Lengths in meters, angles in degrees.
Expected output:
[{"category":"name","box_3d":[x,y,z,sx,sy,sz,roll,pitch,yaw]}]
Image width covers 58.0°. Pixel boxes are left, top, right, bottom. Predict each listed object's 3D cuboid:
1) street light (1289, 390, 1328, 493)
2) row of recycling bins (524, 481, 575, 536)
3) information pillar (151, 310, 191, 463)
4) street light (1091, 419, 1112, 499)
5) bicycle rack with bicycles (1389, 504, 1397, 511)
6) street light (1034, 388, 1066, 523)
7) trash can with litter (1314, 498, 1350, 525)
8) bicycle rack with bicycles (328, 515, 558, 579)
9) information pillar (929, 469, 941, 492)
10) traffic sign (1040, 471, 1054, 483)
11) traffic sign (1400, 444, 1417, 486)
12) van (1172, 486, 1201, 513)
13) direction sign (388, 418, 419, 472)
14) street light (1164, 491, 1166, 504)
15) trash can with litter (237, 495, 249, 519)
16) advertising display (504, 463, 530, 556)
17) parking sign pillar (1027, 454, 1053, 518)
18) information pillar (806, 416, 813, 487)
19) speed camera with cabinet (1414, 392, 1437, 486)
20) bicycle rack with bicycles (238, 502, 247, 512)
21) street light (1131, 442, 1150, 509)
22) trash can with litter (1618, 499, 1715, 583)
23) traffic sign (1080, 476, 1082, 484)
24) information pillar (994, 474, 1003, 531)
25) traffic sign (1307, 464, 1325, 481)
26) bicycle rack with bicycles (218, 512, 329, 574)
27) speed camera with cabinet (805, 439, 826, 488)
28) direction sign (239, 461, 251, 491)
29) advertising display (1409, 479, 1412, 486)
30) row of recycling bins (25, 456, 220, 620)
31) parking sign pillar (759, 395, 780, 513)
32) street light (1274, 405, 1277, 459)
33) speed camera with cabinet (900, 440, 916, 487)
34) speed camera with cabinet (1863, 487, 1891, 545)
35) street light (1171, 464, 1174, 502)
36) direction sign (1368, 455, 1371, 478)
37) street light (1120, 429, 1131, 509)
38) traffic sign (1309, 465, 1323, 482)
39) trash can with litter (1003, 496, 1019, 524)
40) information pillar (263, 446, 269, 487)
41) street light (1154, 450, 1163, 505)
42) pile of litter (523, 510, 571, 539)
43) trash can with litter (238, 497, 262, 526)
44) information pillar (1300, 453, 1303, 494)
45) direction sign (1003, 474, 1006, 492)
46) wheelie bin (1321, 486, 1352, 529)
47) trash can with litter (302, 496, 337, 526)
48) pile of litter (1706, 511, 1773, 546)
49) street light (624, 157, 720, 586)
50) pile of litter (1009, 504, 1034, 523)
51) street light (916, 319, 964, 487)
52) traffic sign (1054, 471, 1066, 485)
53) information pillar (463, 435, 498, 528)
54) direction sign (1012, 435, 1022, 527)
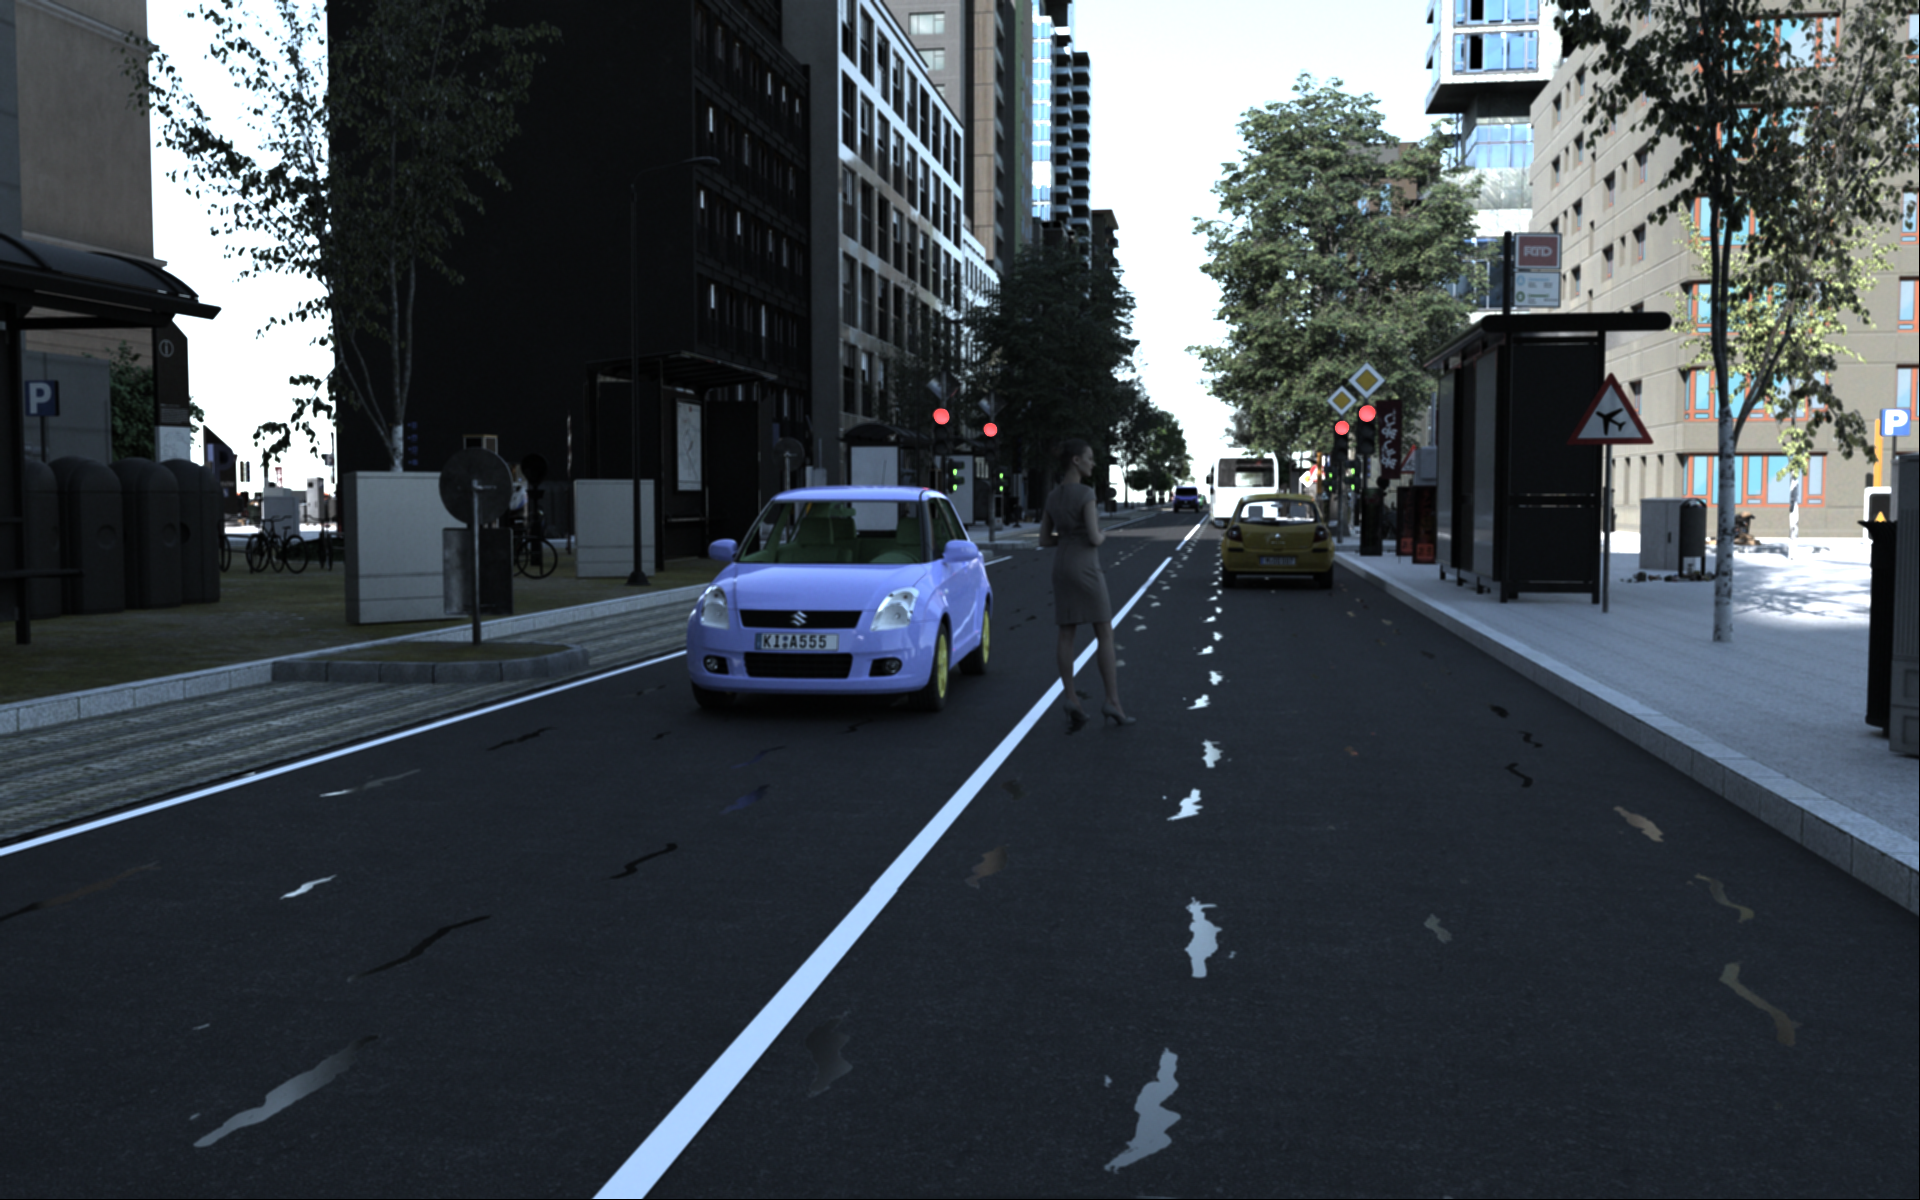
[{"category":"street light","box_3d":[12.031,-5.316,59.462,1.470,5.913,1.316,1,4,9]},{"category":"row of recycling bins","box_3d":[-12.501,-2.831,53.392,1.069,1.692,3.534,0,4,6]},{"category":"information pillar","box_3d":[-9.683,-1.831,21.291,0.183,3.616,0.504,2,4,24]},{"category":"street light","box_3d":[8.462,-8.141,105.649,1.470,5.913,1.316,1,4,9]},{"category":"bicycle rack with bicycles","box_3d":[15.955,-2.982,62.130,2.852,0.926,2.925,-3,5,-41]},{"category":"street light","box_3d":[3.934,-6.325,75.952,1.470,5.913,1.316,1,4,9]},{"category":"trash can with litter","box_3d":[15.223,-3.751,72.383,2.233,1.210,1.678,1,4,17]},{"category":"bicycle rack with bicycles","box_3d":[-7.498,-0.800,26.470,2.925,0.926,2.852,1,4,11]},{"category":"information pillar","box_3d":[-0.717,-2.887,51.698,0.304,2.012,0.304,3,5,41]},{"category":"traffic sign","box_3d":[4.566,-5.550,90.851,0.768,2.556,0.104,1,4,18]},{"category":"traffic sign","box_3d":[11.850,-2.770,45.285,0.884,2.594,0.081,1,4,17]},{"category":"van","box_3d":[17.583,-7.941,134.223,2.240,2.365,5.245,1,4,9]},{"category":"direction sign","box_3d":[-16.630,-3.658,51.799,0.876,3.537,0.379,0,4,-6]},{"category":"street light","box_3d":[23.544,-14.164,204.130,1.470,5.913,1.316,1,4,9]},{"category":"trash can with litter","box_3d":[-36.838,-4.689,87.718,1.678,1.210,2.233,1,4,23]},{"category":"advertising display","box_3d":[-9.231,-1.887,36.061,0.123,1.923,0.974,1,4,11]},{"category":"parking sign pillar","box_3d":[4.262,-6.352,92.332,1.447,3.967,1.447,0,4,-5]},{"category":"information pillar","box_3d":[-4.488,-3.685,51.608,0.183,3.616,0.504,-1,4,-21]},{"category":"speed camera with cabinet","box_3d":[9.803,-2.382,33.288,2.038,3.252,0.660,3,5,40]},{"category":"bicycle rack with bicycles","box_3d":[-33.950,-4.051,79.612,2.852,0.926,2.925,-1,4,-18]},{"category":"street light","box_3d":[15.730,-10.995,152.307,1.470,5.913,1.316,1,4,9]},{"category":"trash can with litter","box_3d":[10.560,-0.902,25.800,2.233,1.210,1.678,-2,4,-29]},{"category":"traffic sign","box_3d":[6.204,-5.520,92.383,0.606,2.300,0.079,1,4,18]},{"category":"information pillar","box_3d":[1.339,-3.437,60.691,0.304,2.012,0.304,0,4,-2]},{"category":"traffic sign","box_3d":[14.699,-4.354,71.197,0.884,2.594,0.081,1,4,13]},{"category":"bicycle rack with bicycles","box_3d":[-11.256,-0.950,28.916,2.852,0.926,2.925,-3,4,-36]},{"category":"speed camera with cabinet","box_3d":[-5.566,-4.181,62.690,0.660,3.252,2.038,-2,4,-33]},{"category":"direction sign","box_3d":[-48.552,-7.687,117.679,0.379,3.537,0.876,2,4,25]},{"category":"advertising display","box_3d":[19.235,-4.138,72.862,0.123,1.923,0.974,-2,4,-24]},{"category":"row of recycling bins","box_3d":[-9.445,-0.737,19.158,1.069,1.692,3.534,1,4,12]},{"category":"parking sign pillar","box_3d":[-5.534,-3.620,47.660,1.447,3.967,1.447,3,5,42]},{"category":"street light","box_3d":[16.478,-7.134,89.189,1.470,5.913,1.316,1,4,9]},{"category":"speed camera with cabinet","box_3d":[-1.644,-4.229,63.478,0.660,3.252,2.038,-2,4,-31]},{"category":"speed camera with cabinet","box_3d":[23.413,-2.957,42.683,0.660,3.252,2.038,-2,4,-28]},{"category":"street light","box_3d":[28.199,-15.980,233.807,1.470,5.913,1.316,1,4,9]},{"category":"direction sign","box_3d":[20.069,-5.715,85.434,0.379,3.537,0.876,0,4,-8]},{"category":"street light","box_3d":[11.048,-9.137,121.926,1.470,5.913,1.316,1,4,9]},{"category":"traffic sign","box_3d":[15.455,-4.562,74.702,0.768,2.556,0.104,1,4,17]},{"category":"trash can with litter","box_3d":[1.741,-3.924,75.213,1.678,1.210,2.233,1,4,19]},{"category":"information pillar","box_3d":[-34.146,-5.742,85.240,0.183,3.616,0.504,0,4,1]},{"category":"street light","box_3d":[20.296,-12.811,181.998,1.470,5.913,1.316,1,4,9]},{"category":"pile of litter","box_3d":[-12.015,-2.182,49.634,1.719,0.858,1.176,1,4,22]},{"category":"trash can with litter","box_3d":[-28.923,-3.610,70.407,1.055,1.170,0.624,0,3,0]},{"category":"information pillar","box_3d":[18.063,-6.139,91.732,0.183,3.616,0.504,1,4,17]},{"category":"direction sign","box_3d":[3.111,-7.941,121.825,0.379,3.537,0.876,1,4,18]},{"category":"wheelie bin","box_3d":[11.728,-2.828,54.144,0.980,1.594,0.693,-1,4,-19]},{"category":"trash can with litter","box_3d":[-25.520,-3.579,69.577,2.233,1.210,1.678,-1,4,-16]},{"category":"pile of litter","box_3d":[19.595,-1.817,43.668,1.176,0.858,1.719,-1,4,-20]},{"category":"street light","box_3d":[-4.002,-3.154,24.114,1.470,5.913,1.316,1,4,9]},{"category":"pile of litter","box_3d":[2.866,-3.953,78.593,1.719,0.858,1.176,-3,5,-43]},{"category":"street light","box_3d":[-0.591,-4.509,46.255,1.470,5.913,1.316,1,4,9]},{"category":"traffic sign","box_3d":[5.528,-5.781,94.630,0.768,2.556,0.104,1,4,12]},{"category":"information pillar","box_3d":[-5.979,-1.049,21.646,0.304,2.012,0.304,1,4,18]},{"category":"direction sign","box_3d":[2.193,-4.565,66.640,0.379,3.537,0.876,-1,4,-20]}]
